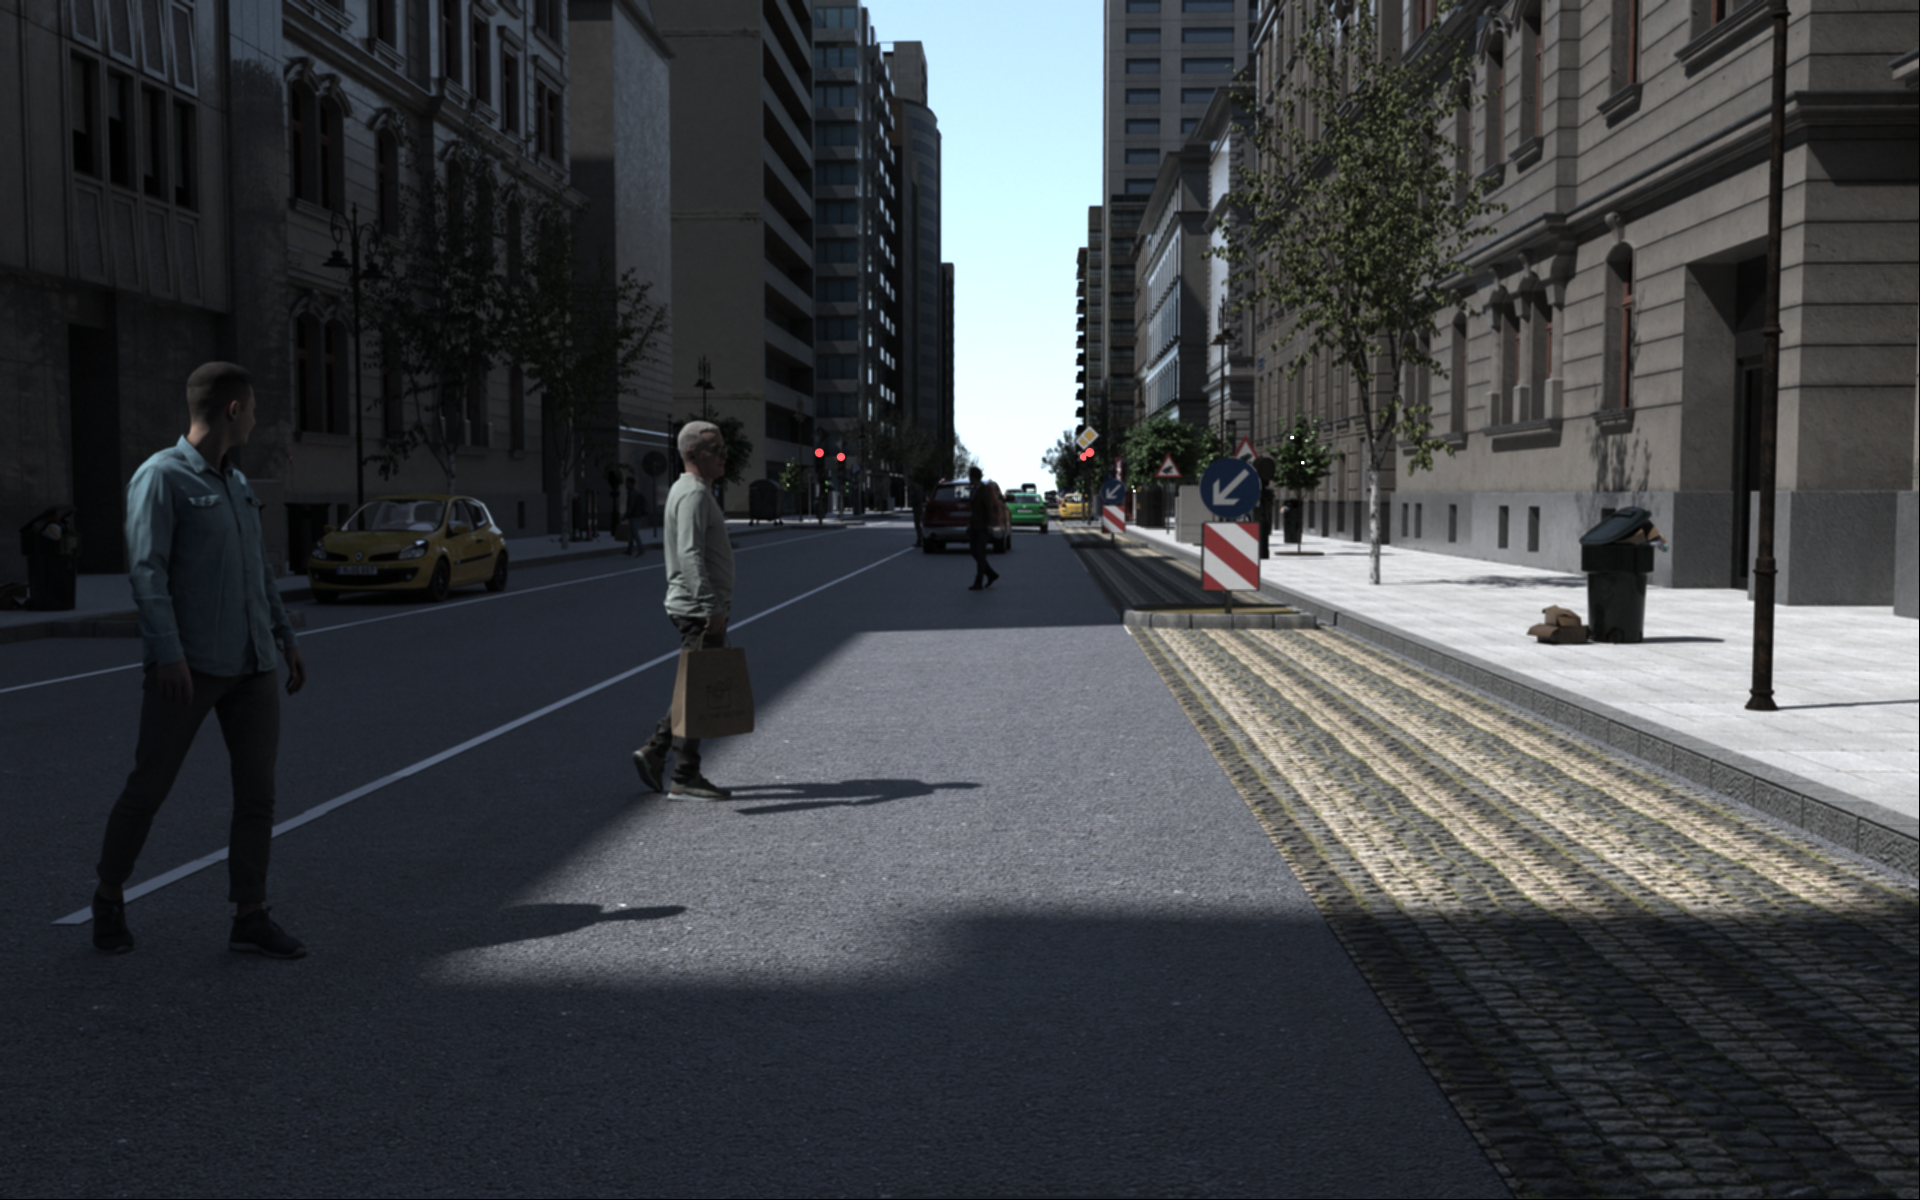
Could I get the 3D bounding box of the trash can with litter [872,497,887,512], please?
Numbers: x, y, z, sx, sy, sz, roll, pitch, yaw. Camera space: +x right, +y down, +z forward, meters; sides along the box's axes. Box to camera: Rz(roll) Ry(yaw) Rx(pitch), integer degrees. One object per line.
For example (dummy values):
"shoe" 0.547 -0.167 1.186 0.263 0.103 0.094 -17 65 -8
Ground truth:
"trash can with litter" -5.628 -6.764 121.986 1.055 1.170 0.624 -2 4 -24

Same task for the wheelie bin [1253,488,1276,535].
"wheelie bin" 9.510 -2.835 54.268 0.693 1.594 0.980 1 4 17

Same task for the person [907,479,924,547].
"person" -1.212 -2.368 47.016 0.447 1.846 0.655 0 4 1

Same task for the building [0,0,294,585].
"building" -19.196 -12.528 22.858 12.078 24.808 19.932 0 4 2

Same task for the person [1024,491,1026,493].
"person" 6.554 -10.011 173.125 0.756 1.711 0.436 -1 4 -9

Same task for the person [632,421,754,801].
"person" -1.242 0.062 7.980 0.515 1.767 0.782 -1 4 -14

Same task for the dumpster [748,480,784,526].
"dumpster" -7.801 -3.903 69.565 1.264 1.857 1.865 0 4 2

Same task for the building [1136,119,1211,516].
"building" 20.465 -17.143 113.571 16.112 22.955 30.059 0 4 2

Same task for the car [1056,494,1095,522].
"car" 6.004 -4.865 89.766 2.015 1.641 3.980 0 4 2

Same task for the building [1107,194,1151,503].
"building" 21.381 -24.293 168.893 14.160 30.474 14.107 0 4 2

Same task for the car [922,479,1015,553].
"car" 0.216 -2.133 43.545 2.281 1.827 5.304 0 4 4

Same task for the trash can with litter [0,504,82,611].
"trash can with litter" -10.257 -0.470 19.072 1.055 1.170 0.624 0 4 6

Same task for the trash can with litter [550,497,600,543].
"trash can with litter" -10.542 -2.175 46.613 1.678 1.210 2.233 1 4 8

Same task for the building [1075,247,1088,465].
"building" 31.017 -39.359 298.147 22.147 44.769 28.867 0 4 2

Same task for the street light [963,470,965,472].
"street light" 0.651 -18.142 269.409 0.468 5.910 1.993 0 4 2

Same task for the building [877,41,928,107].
"building" -13.462 -51.438 279.258 20.563 71.187 20.611 0 4 2

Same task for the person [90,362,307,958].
"person" -2.382 0.179 5.433 0.748 1.841 0.638 2 4 28

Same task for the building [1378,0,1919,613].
"building" 16.158 -14.826 29.791 14.401 28.519 23.554 0 4 2

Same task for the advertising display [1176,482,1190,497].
"advertising display" 11.756 -5.268 91.346 0.974 1.923 0.123 -3 5 -40

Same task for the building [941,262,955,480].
"building" -8.266 -37.557 297.643 14.154 41.232 14.086 0 4 2

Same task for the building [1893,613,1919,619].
"building" 15.576 -13.372 6.030 14.401 28.519 23.554 0 4 2

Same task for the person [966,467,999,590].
"person" 0.305 -1.087 26.188 0.656 1.842 0.836 2 4 34

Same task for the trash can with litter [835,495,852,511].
"trash can with litter" -8.922 -7.179 128.432 2.233 1.210 1.678 -1 4 -15

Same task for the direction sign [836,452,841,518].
"direction sign" -6.503 -6.219 93.673 0.379 3.537 0.876 0 4 7

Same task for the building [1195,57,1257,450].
"building" 22.098 -15.706 85.675 19.941 23.489 11.050 0 4 2

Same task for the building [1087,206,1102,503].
"building" 25.106 -34.460 247.011 14.154 41.232 14.086 0 4 2

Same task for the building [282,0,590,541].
"building" -19.065 -15.729 44.561 14.401 28.519 23.554 0 4 2

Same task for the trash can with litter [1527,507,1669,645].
"trash can with litter" 5.477 -0.214 14.885 1.055 1.170 0.624 -1 4 -18

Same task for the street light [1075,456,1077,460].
"street light" 11.456 -12.035 169.558 0.468 5.910 1.993 0 4 2

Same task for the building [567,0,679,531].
"building" -20.413 -13.153 64.204 18.267 20.994 9.793 0 4 2

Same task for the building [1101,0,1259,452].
"building" 26.099 -39.618 189.746 21.231 58.520 28.212 0 4 2

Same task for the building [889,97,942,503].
"building" -13.964 -43.626 255.279 21.231 58.520 28.212 0 4 2

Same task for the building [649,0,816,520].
"building" -20.025 -28.895 96.134 21.300 48.544 21.600 0 4 2

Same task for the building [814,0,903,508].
"building" -18.193 -33.692 170.468 23.786 49.044 30.456 0 4 2

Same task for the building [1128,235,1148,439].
"building" 20.595 -21.033 141.154 12.463 27.353 25.104 0 4 2

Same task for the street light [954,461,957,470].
"street light" -0.711 -16.311 239.466 0.468 5.910 1.993 0 4 2

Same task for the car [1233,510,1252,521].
"car" 13.495 -3.791 73.984 4.499 1.417 2.014 0 4 4

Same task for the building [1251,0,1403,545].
"building" 16.543 -15.746 54.709 12.463 27.353 25.104 0 4 2

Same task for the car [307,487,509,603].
"car" -7.635 -0.851 24.130 2.015 1.641 3.980 0 4 3

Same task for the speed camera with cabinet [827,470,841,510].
"speed camera with cabinet" -10.487 -9.118 143.412 0.660 3.252 2.038 2 4 32

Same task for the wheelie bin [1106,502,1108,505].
"wheelie bin" 11.395 -7.771 134.972 0.693 1.594 0.980 3 5 43

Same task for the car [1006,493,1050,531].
"car" 2.452 -3.508 66.159 1.959 1.807 4.718 0 4 2

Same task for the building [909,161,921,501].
"building" -12.182 -32.012 206.983 14.154 41.232 14.086 0 4 2

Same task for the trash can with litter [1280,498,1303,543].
"trash can with litter" 8.611 -2.066 45.173 0.624 1.170 1.055 0 4 5

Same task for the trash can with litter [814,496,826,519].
"trash can with litter" -7.193 -4.731 88.734 0.624 1.170 1.055 0 4 -6

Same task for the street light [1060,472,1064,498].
"street light" 16.359 -18.945 282.537 0.468 5.910 1.993 0 4 2

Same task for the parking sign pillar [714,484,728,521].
"parking sign pillar" -11.909 -5.808 83.436 1.447 3.967 1.447 2 4 26

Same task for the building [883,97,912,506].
"building" -12.709 -33.183 192.656 14.600 45.320 14.200 0 4 2

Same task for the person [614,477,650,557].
"person" -7.451 -1.885 39.297 0.713 1.824 0.794 1 4 18
